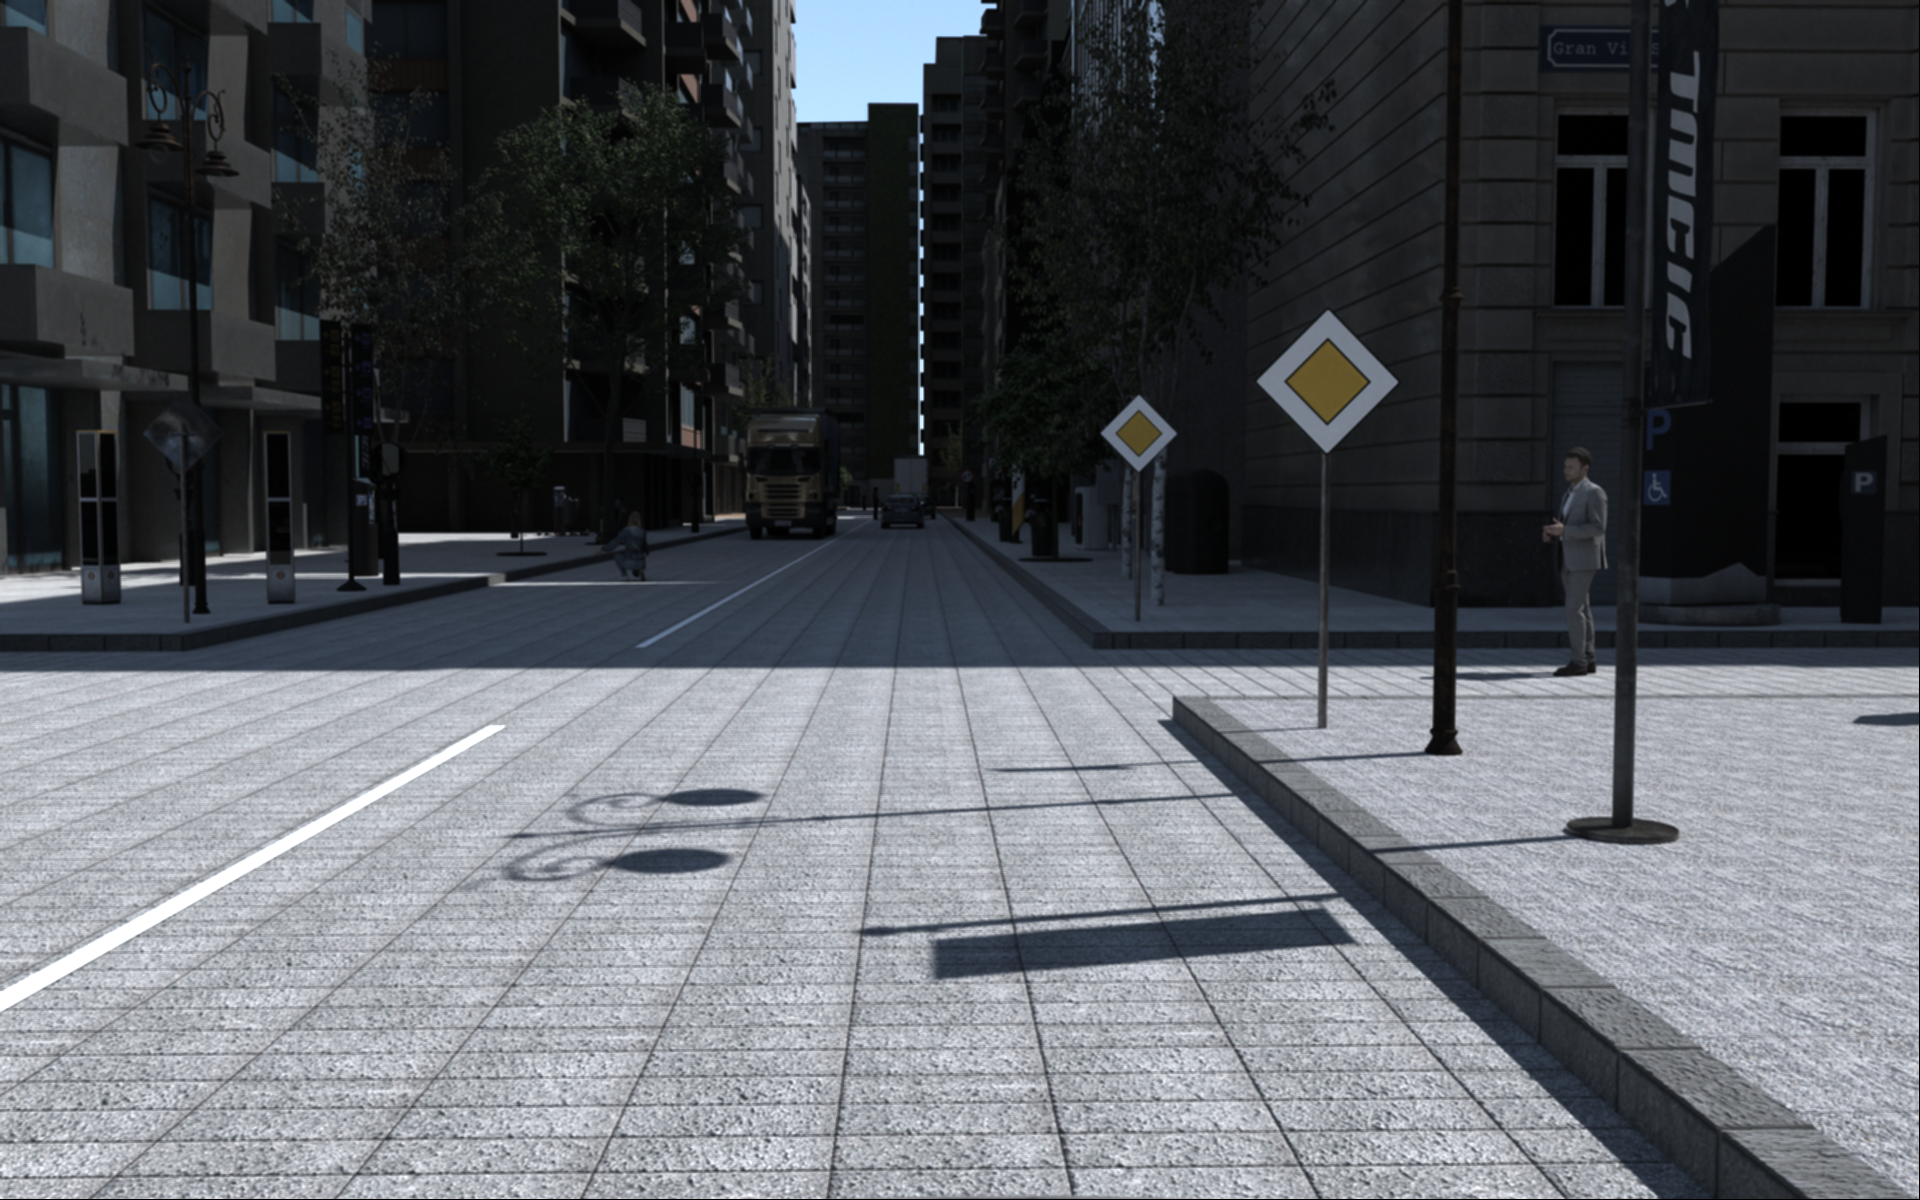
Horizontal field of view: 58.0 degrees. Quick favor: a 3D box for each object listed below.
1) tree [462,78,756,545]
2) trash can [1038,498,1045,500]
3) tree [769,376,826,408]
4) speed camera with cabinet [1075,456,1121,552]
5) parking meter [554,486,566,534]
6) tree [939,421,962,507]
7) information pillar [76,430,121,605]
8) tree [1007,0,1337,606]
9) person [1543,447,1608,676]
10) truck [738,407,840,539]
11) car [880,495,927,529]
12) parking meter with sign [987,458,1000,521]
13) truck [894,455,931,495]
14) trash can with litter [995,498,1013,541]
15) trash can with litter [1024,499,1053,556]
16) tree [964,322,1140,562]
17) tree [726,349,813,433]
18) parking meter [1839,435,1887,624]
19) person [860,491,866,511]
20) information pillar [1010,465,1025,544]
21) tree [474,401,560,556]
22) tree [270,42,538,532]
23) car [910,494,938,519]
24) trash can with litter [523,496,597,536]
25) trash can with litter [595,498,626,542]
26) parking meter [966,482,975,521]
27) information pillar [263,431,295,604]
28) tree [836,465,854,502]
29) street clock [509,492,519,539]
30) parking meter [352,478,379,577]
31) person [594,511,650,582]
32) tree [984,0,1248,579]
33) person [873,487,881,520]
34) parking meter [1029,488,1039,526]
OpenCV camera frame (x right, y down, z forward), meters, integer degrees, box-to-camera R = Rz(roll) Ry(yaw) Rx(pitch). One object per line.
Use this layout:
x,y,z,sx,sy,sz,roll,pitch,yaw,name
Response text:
-8.752,-7.204,43.540,9.928,11.665,9.643,0,3,0,tree
3.140,-3.622,70.878,0.748,1.137,0.748,0,3,0,trash can
-10.332,-9.705,109.033,4.360,8.622,3.978,0,3,0,tree
3.110,-2.748,39.261,0.660,3.252,2.038,-1,4,-10,speed camera with cabinet
-12.830,-2.881,55.518,0.372,1.533,0.369,0,3,0,parking meter
-0.322,-13.390,169.292,4.737,8.622,4.395,0,3,0,tree
-10.004,-0.956,20.125,0.304,2.012,0.304,1,4,16,information pillar
2.307,-4.257,19.967,4.360,8.622,3.978,0,3,0,tree
4.841,-0.311,13.788,0.583,1.804,0.606,-1,4,-11,person
-5.548,-4.247,58.360,2.839,4.237,11.283,0,4,-1,truck
-2.410,-3.744,73.221,2.014,1.417,4.499,0,4,0,car
1.632,-5.249,82.083,0.543,3.016,1.738,0,4,-5,parking meter with sign
-3.598,-8.630,130.015,2.839,4.237,11.283,0,4,-1,truck
1.245,-2.175,46.953,0.624,1.170,1.055,0,4,1,trash can with litter
1.702,-1.506,36.010,0.624,1.170,1.055,1,4,10,trash can with litter
1.803,-3.032,33.294,4.285,4.588,4.351,0,3,0,tree
-9.987,-8.465,88.759,4.737,8.622,4.395,0,3,0,tree
8.956,-0.703,17.210,0.399,1.863,0.255,2,4,31,parking meter
-8.439,-8.618,150.214,0.742,1.727,0.445,1,4,23,person
1.506,-3.275,44.905,0.183,3.616,0.504,-2,4,-31,information pillar
-9.074,-2.539,36.108,1.663,3.219,1.824,0,3,0,tree
-9.393,-4.791,28.697,4.360,8.622,3.978,0,3,0,tree
-2.306,-5.364,99.503,2.131,1.459,4.920,0,4,-1,car
-12.264,-2.578,53.202,2.233,1.210,1.678,0,4,1,trash can with litter
-9.235,-2.094,45.626,0.624,1.170,1.055,0,4,5,trash can with litter
0.516,-4.708,82.690,0.255,1.863,0.399,3,5,40,parking meter
-7.972,-0.965,20.278,0.304,2.012,0.304,-1,4,-22,information pillar
-12.064,-11.363,169.502,4.285,4.588,4.351,0,3,0,tree
-12.852,-2.775,49.933,0.358,2.002,0.471,-2,4,-28,street clock
-9.293,-1.140,27.055,0.372,1.533,0.369,0,3,0,parking meter
-5.491,-0.883,28.428,1.012,1.151,0.738,-2,4,-26,person
2.490,-4.641,26.245,4.737,8.622,4.395,0,3,0,tree
-4.651,-5.375,96.342,0.705,1.831,1.348,-1,4,-15,person
2.987,-3.766,69.981,0.372,1.533,0.369,0,3,0,parking meter
